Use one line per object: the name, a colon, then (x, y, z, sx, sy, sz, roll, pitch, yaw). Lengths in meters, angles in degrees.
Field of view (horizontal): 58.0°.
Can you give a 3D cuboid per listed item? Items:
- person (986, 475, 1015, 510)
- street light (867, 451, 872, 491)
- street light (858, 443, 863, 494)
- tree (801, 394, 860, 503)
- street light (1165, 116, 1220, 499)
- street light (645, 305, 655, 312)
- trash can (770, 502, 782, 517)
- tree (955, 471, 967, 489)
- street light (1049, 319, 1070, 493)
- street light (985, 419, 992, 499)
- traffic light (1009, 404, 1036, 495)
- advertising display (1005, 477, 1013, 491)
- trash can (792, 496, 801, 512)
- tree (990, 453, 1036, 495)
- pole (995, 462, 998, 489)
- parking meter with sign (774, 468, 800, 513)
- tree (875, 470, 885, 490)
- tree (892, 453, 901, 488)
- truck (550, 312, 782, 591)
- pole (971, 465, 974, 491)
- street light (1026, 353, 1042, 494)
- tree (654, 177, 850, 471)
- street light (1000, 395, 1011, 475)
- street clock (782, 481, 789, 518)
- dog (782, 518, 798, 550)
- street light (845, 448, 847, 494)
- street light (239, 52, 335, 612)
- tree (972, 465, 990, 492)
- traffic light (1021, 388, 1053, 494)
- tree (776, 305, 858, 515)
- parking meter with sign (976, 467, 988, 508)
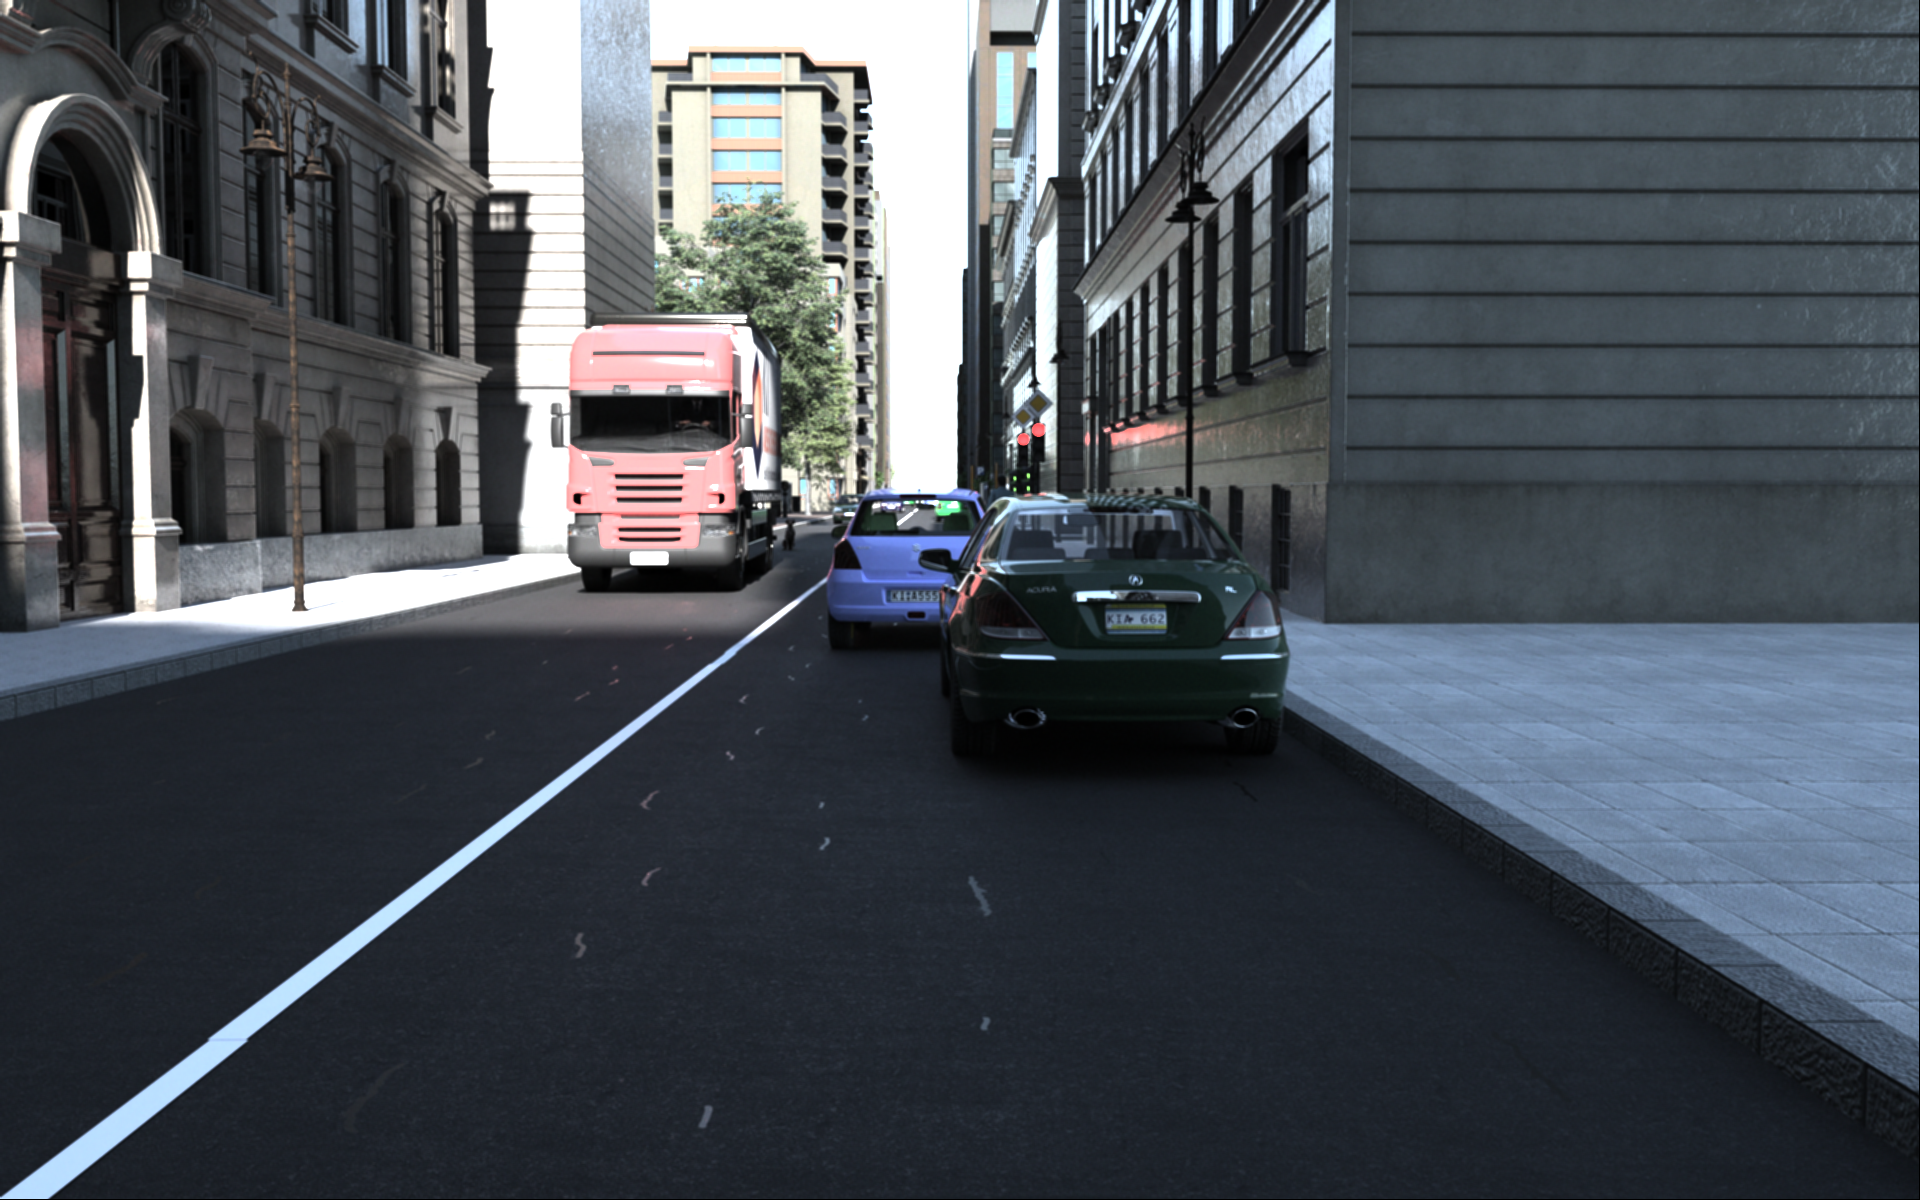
person: (0.853, -1.670, 35.821, 0.660, 1.820, 0.620, -1, 4, -22)
street light: (-9.300, -12.586, 178.560, 0.468, 5.910, 1.993, 0, 4, -1)
street light: (-8.921, -11.122, 154.624, 0.468, 5.910, 1.993, 0, 4, -1)
tree: (-8.660, -10.325, 119.182, 4.360, 8.622, 3.978, 0, 3, 0)
street light: (2.886, -2.993, 21.719, 0.468, 5.910, 1.993, 0, 4, -1)
street light: (-7.515, -4.264, 42.506, 0.468, 5.910, 1.993, 0, 4, -1)
trash can: (-10.213, -5.164, 96.082, 0.748, 1.137, 0.748, 0, 3, 0)
tree: (0.947, -14.005, 212.687, 4.285, 4.588, 4.351, 0, 3, 0)
street light: (2.617, -4.469, 45.854, 0.468, 5.910, 1.993, 0, 4, -1)
street light: (1.735, -8.068, 104.706, 0.468, 5.910, 1.993, 0, 4, -1)
traffic light: (1.956, -3.993, 54.200, 0.839, 4.253, 0.868, 0, 4, -1)
advertising display: (1.811, -3.621, 64.416, 0.123, 1.923, 0.974, -1, 4, -8)
trash can: (-11.559, -6.770, 122.346, 0.748, 1.137, 0.748, 0, 3, 0)
tree: (2.417, -4.544, 68.894, 1.663, 3.219, 1.824, 0, 3, 0)
pole: (2.349, -7.207, 111.673, 0.158, 3.312, 0.155, 0, 3, 0)
parking meter with sign: (-11.512, -7.261, 114.977, 1.738, 3.016, 0.543, 0, 4, -4)
tree: (-10.578, -13.645, 206.816, 4.285, 4.588, 4.351, 0, 3, 0)
tree: (-11.601, -20.720, 289.140, 4.737, 8.622, 4.395, 0, 3, 0)
truck: (-4.548, -2.454, 29.041, 2.839, 4.237, 11.283, 0, 4, -2)
pole: (0.874, -7.920, 123.338, 0.158, 3.312, 0.155, 0, 3, 0)
street light: (2.417, -5.136, 56.767, 0.468, 5.910, 1.993, 0, 4, -1)
tree: (-9.111, -10.085, 71.542, 9.857, 13.997, 8.962, 0, 3, 0)
street light: (2.123, -6.590, 80.541, 0.468, 5.910, 1.993, 0, 4, -1)
street clock: (-9.548, -5.493, 94.384, 0.471, 2.002, 0.358, 1, 4, 21)
dog: (-4.302, -1.688, 44.435, 0.513, 0.831, 0.800, 2, 4, 24)
street light: (-8.623, -9.668, 130.851, 0.468, 5.910, 1.993, 0, 4, -1)
street light: (-7.211, -2.810, 18.733, 0.468, 5.910, 1.993, 0, 4, -1)
tree: (1.527, -7.385, 115.342, 1.663, 3.219, 1.824, 0, 3, 0)
traffic light: (2.062, -3.504, 46.215, 0.839, 4.253, 0.868, 0, 4, -1)
tree: (-9.471, -11.376, 104.121, 7.486, 12.596, 7.792, 0, 3, 0)
parking meter with sign: (1.539, -6.919, 109.394, 0.543, 3.016, 1.738, -1, 4, -17)
